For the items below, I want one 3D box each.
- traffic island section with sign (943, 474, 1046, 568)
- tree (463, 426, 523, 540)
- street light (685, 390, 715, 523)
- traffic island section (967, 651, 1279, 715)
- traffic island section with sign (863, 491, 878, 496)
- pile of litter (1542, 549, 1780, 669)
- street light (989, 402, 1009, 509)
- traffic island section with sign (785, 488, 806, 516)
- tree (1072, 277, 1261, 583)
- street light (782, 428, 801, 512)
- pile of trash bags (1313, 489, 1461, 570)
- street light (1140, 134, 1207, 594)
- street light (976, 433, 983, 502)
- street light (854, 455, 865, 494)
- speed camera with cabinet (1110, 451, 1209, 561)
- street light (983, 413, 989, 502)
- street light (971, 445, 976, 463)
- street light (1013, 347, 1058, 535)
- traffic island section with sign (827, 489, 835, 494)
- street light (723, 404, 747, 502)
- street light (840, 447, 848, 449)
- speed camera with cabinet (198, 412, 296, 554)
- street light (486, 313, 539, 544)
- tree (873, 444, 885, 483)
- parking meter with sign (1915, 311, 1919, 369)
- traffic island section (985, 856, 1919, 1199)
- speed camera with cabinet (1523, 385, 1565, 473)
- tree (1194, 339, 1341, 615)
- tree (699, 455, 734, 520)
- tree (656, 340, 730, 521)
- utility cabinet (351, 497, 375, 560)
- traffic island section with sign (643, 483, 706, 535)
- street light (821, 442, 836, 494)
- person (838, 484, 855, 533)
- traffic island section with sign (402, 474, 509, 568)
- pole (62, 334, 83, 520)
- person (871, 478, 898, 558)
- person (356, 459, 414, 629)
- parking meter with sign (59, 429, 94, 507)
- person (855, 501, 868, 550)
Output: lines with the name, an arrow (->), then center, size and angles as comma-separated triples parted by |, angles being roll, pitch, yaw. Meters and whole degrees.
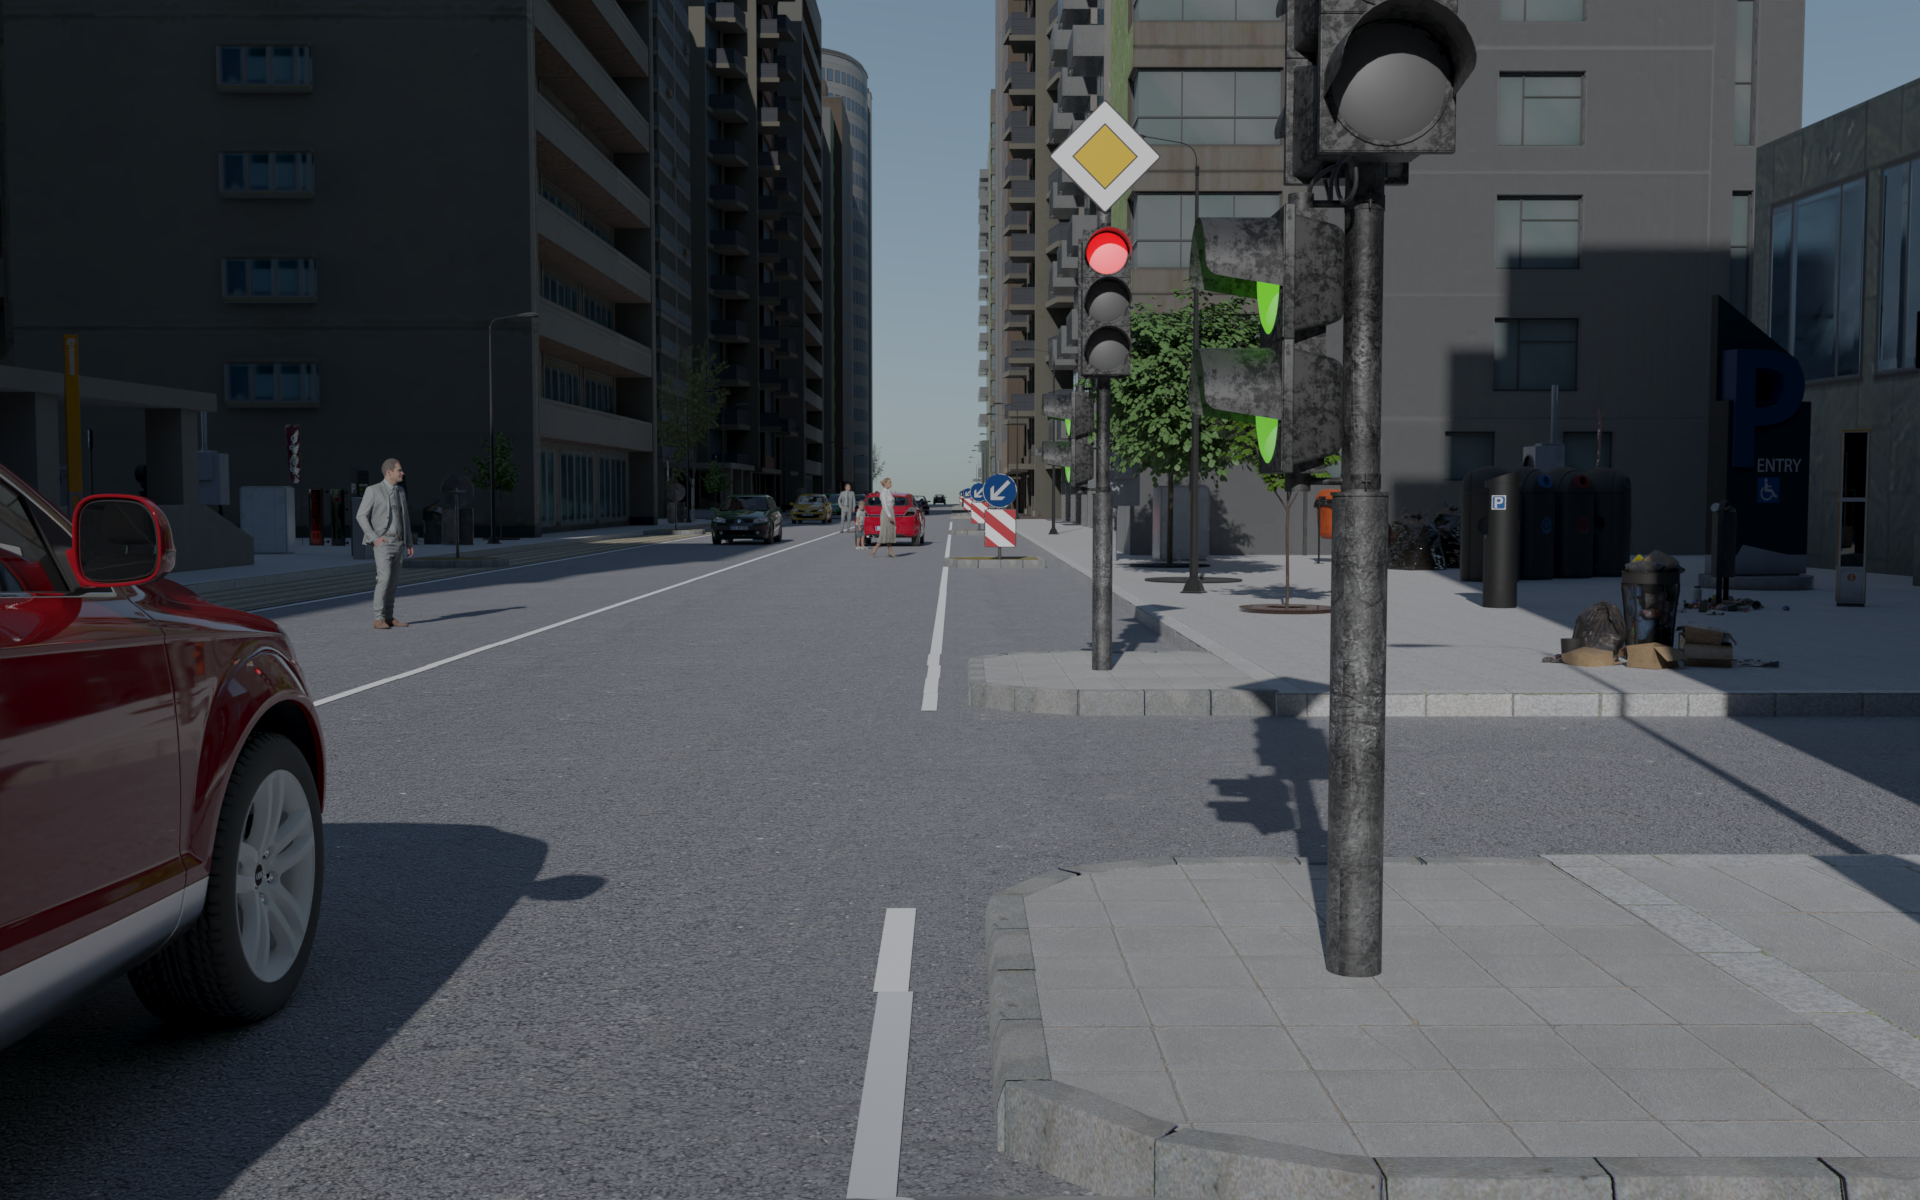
traffic island section with sign -> 0.667, -1.577, 34.408 | 1.989, 1.847, 2.006 | 0, 4, 0
tree -> -12.814, -3.301, 48.573 | 1.663, 3.219, 1.824 | 0, 3, 0
street light -> -11.585, -6.399, 77.161 | 1.470, 5.913, 1.316 | 0, 4, 0
traffic island section -> 1.058, 0.589, 12.651 | 2.009, 0.180, 2.903 | 0, 4, 0
traffic island section with sign -> -10.495, -11.396, 194.958 | 1.989, 1.847, 2.006 | 0, 4, 0
pile of litter -> 5.326, 0.054, 13.090 | 1.719, 0.858, 1.176 | 1, 4, 22
street light -> 2.359, -7.043, 87.688 | 1.470, 5.913, 1.316 | 0, 4, 0
traffic island section with sign -> -10.238, -6.335, 112.208 | 1.989, 1.847, 2.006 | 0, 4, 0
tree -> 3.454, -2.556, 25.499 | 4.285, 4.588, 4.351 | 0, 3, 0
street light -> -11.766, -9.087, 121.112 | 1.470, 5.913, 1.316 | 0, 4, 0
pile of trash bags -> 7.502, -1.287, 30.790 | 1.912, 1.369, 3.447 | -2, 4, -29
street light -> 2.490, -3.043, 22.286 | 1.470, 5.913, 1.316 | 0, 4, 0
street light -> 2.179, -9.761, 132.137 | 1.470, 5.913, 1.316 | 0, 4, 0
street light -> -11.979, -14.227, 205.144 | 1.470, 5.913, 1.316 | 0, 4, 0
speed camera with cabinet -> 3.741, -2.385, 33.329 | 2.038, 3.252, 0.660 | -1, 4, -9
street light -> 2.213, -7.747, 99.201 | 1.470, 5.913, 1.316 | 0, 4, 0
street light -> 1.999, -11.725, 164.244 | 1.470, 5.913, 1.316 | 0, 4, 0
street light -> 2.425, -5.031, 54.801 | 1.470, 5.913, 1.316 | 0, 4, 0
traffic island section with sign -> -10.324, -8.013, 139.638 | 1.989, 1.847, 2.006 | 0, 4, 0
street light -> -11.601, -7.119, 88.931 | 1.470, 5.913, 1.316 | 0, 4, 0
street light -> -11.890, -12.228, 172.469 | 1.470, 5.913, 1.316 | 0, 4, 0
speed camera with cabinet -> -15.382, -2.615, 37.092 | 2.038, 3.252, 0.660 | 0, 4, -4
street light -> -11.483, -4.400, 44.482 | 1.470, 5.913, 1.316 | 0, 4, 0
tree -> -12.683, -18.173, 247.492 | 4.360, 8.622, 3.978 | 0, 3, 0
parking meter with sign -> 9.800, -1.206, 15.974 | 0.543, 3.016, 1.738 | -2, 4, -35
traffic island section -> 1.083, 1.077, 4.666 | 2.009, 0.180, 2.903 | 0, 4, 0
speed camera with cabinet -> 10.603, -2.317, 32.225 | 0.660, 3.252, 2.038 | 0, 4, -1
tree -> 3.651, -1.476, 18.737 | 1.663, 3.219, 1.824 | 0, 3, 0
tree -> -12.167, -5.603, 86.218 | 1.663, 3.219, 1.824 | 0, 3, 0
tree -> -12.919, -8.067, 82.251 | 4.737, 8.622, 4.395 | 0, 3, 0
utility cabinet -> -11.618, -1.419, 34.368 | 0.306, 1.237, 1.020 | 1, 4, 17
traffic island section with sign -> -10.085, -3.228, 61.411 | 1.989, 1.847, 2.006 | 0, 4, 0
street light -> -11.705, -11.054, 153.274 | 1.470, 5.913, 1.316 | 0, 4, 0
person -> -4.189, -3.395, 64.114 | 0.635, 1.810, 0.391 | -1, 4, -16
traffic island section with sign -> -9.995, -1.556, 34.074 | 1.989, 1.847, 2.006 | 0, 4, 0
pole -> -11.388, -1.738, 22.259 | 0.158, 3.312, 0.155 | 0, 3, 0
person -> -1.707, -1.851, 38.991 | 0.641, 1.798, 0.478 | 1, 4, 22
person -> -6.149, -0.612, 18.610 | 0.391, 1.810, 0.635 | 1, 4, 16
parking meter with sign -> -23.907, -3.033, 45.856 | 1.738, 3.016, 0.543 | -2, 4, -30
person -> -2.544, -1.932, 44.765 | 0.332, 1.250, 0.352 | -2, 4, -24
